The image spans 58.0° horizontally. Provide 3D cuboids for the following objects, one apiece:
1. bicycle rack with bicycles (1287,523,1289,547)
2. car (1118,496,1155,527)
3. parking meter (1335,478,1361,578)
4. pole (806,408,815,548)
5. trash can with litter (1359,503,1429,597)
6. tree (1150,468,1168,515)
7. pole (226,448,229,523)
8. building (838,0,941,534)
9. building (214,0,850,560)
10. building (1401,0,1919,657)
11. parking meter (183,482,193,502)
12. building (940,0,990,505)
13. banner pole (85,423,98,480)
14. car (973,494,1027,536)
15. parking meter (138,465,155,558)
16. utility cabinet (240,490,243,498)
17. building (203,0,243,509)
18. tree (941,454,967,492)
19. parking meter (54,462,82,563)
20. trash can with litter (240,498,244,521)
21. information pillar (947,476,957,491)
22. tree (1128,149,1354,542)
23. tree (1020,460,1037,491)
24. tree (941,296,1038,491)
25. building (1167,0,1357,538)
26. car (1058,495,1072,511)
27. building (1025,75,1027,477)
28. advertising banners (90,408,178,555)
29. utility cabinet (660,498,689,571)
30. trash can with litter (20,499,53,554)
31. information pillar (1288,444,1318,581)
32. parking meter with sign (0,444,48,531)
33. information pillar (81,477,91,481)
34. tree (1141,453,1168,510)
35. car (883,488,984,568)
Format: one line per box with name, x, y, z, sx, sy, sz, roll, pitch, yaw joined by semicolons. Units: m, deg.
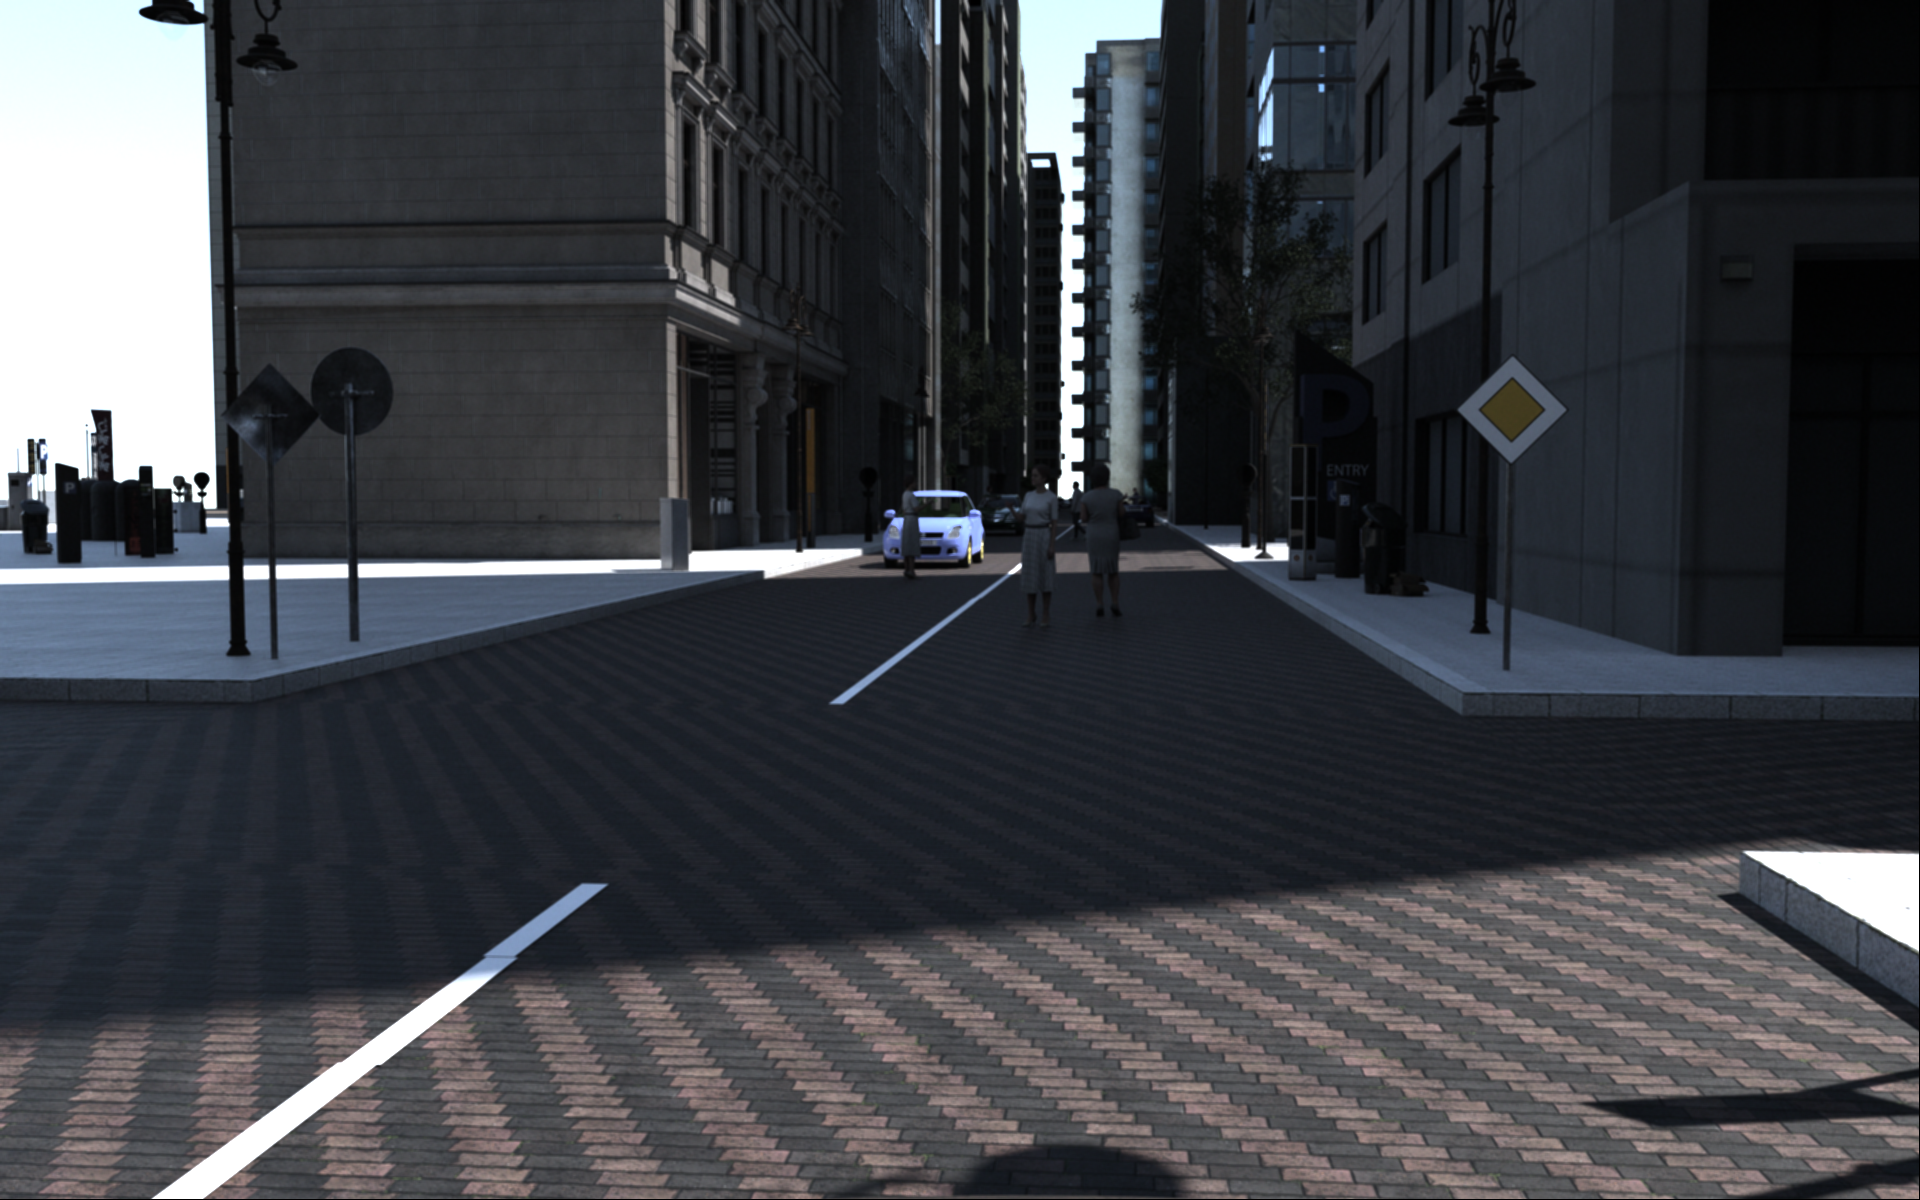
bicycle rack with bicycles;9.476;-1.773;42.371;2.925;0.926;2.852;-3;5;-45
car;7.579;-3.868;75.823;1.945;1.354;3.894;0;4;4
parking meter;5.944;-1.108;26.526;0.372;1.533;0.369;0;3;0
pole;-3.549;-2.893;41.143;0.158;3.312;0.155;0;3;0
trash can with litter;5.580;-0.654;22.078;0.624;1.170;1.055;-2;4;-25
tree;12.982;-6.801;105.791;1.663;3.219;1.824;0;3;0
pole;-32.297;-5.058;76.546;0.158;3.312;0.155;0;3;0
building;-7.704;-15.105;64.985;12.078;24.808;19.932;0;4;5
building;-9.927;-11.261;35.034;10.553;20.767;40.483;0;4;5
building;16.863;-35.629;20.782;20.611;71.187;20.563;0;4;5
parking meter;-37.305;-4.772;83.730;0.399;1.863;0.255;2;4;27
building;-5.865;-19.838;96.053;14.160;30.474;14.107;0;4;5
banner pole;-30.917;-4.387;61.738;0.401;3.779;0.863;1;4;11
car;1.425;-3.026;61.281;2.131;1.459;4.920;0;4;6
parking meter;-16.448;-1.793;35.033;0.255;1.863;0.399;-1;4;-22
utility cabinet;-36.927;-4.972;89.976;1.173;1.500;0.318;1;4;10
building;-53.171;-43.946;156.764;20.611;71.187;20.563;0;4;5
tree;-0.471;-5.483;84.255;1.663;3.219;1.824;0;3;0
parking meter;-16.580;-1.622;32.229;0.399;1.863;0.255;-3;5;-45
trash can with litter;-23.023;-2.716;55.792;0.624;1.170;1.055;-1;4;-19
information pillar;-0.334;-4.009;70.040;0.304;2.012;0.304;-2;4;-32
tree;8.372;-6.834;46.154;8.767;10.594;7.601;1;4;17
tree;6.903;-11.116;165.464;4.285;4.588;4.351;0;3;0
tree;-0.585;-8.839;78.922;8.767;10.594;7.601;0;4;5
building;19.488;-45.859;62.459;22.319;86.520;31.000;0;4;5
car;9.122;-8.348;149.065;1.945;1.354;3.894;0;4;6
building;-1.106;-28.868;155.582;14.086;41.232;14.154;0;4;5
advertising banners;-17.350;-2.459;36.400;0.090;3.025;2.074;2;4;24
utility cabinet;-4.821;-1.108;29.276;0.306;1.237;1.020;-1;4;-21
trash can with litter;-19.858;-1.591;37.406;0.624;1.170;1.055;-3;5;-45
information pillar;5.100;-1.299;25.738;0.304;2.012;0.304;-3;5;-43
parking meter with sign;-32.737;-3.920;60.346;1.738;3.016;0.543;0;4;1
information pillar;-38.038;-4.338;75.426;0.304;2.012;0.304;0;4;7
tree;15.956;-9.398;137.363;4.285;4.588;4.351;0;3;0
car;-0.500;-1.543;34.820;1.945;1.707;3.694;0;4;6
